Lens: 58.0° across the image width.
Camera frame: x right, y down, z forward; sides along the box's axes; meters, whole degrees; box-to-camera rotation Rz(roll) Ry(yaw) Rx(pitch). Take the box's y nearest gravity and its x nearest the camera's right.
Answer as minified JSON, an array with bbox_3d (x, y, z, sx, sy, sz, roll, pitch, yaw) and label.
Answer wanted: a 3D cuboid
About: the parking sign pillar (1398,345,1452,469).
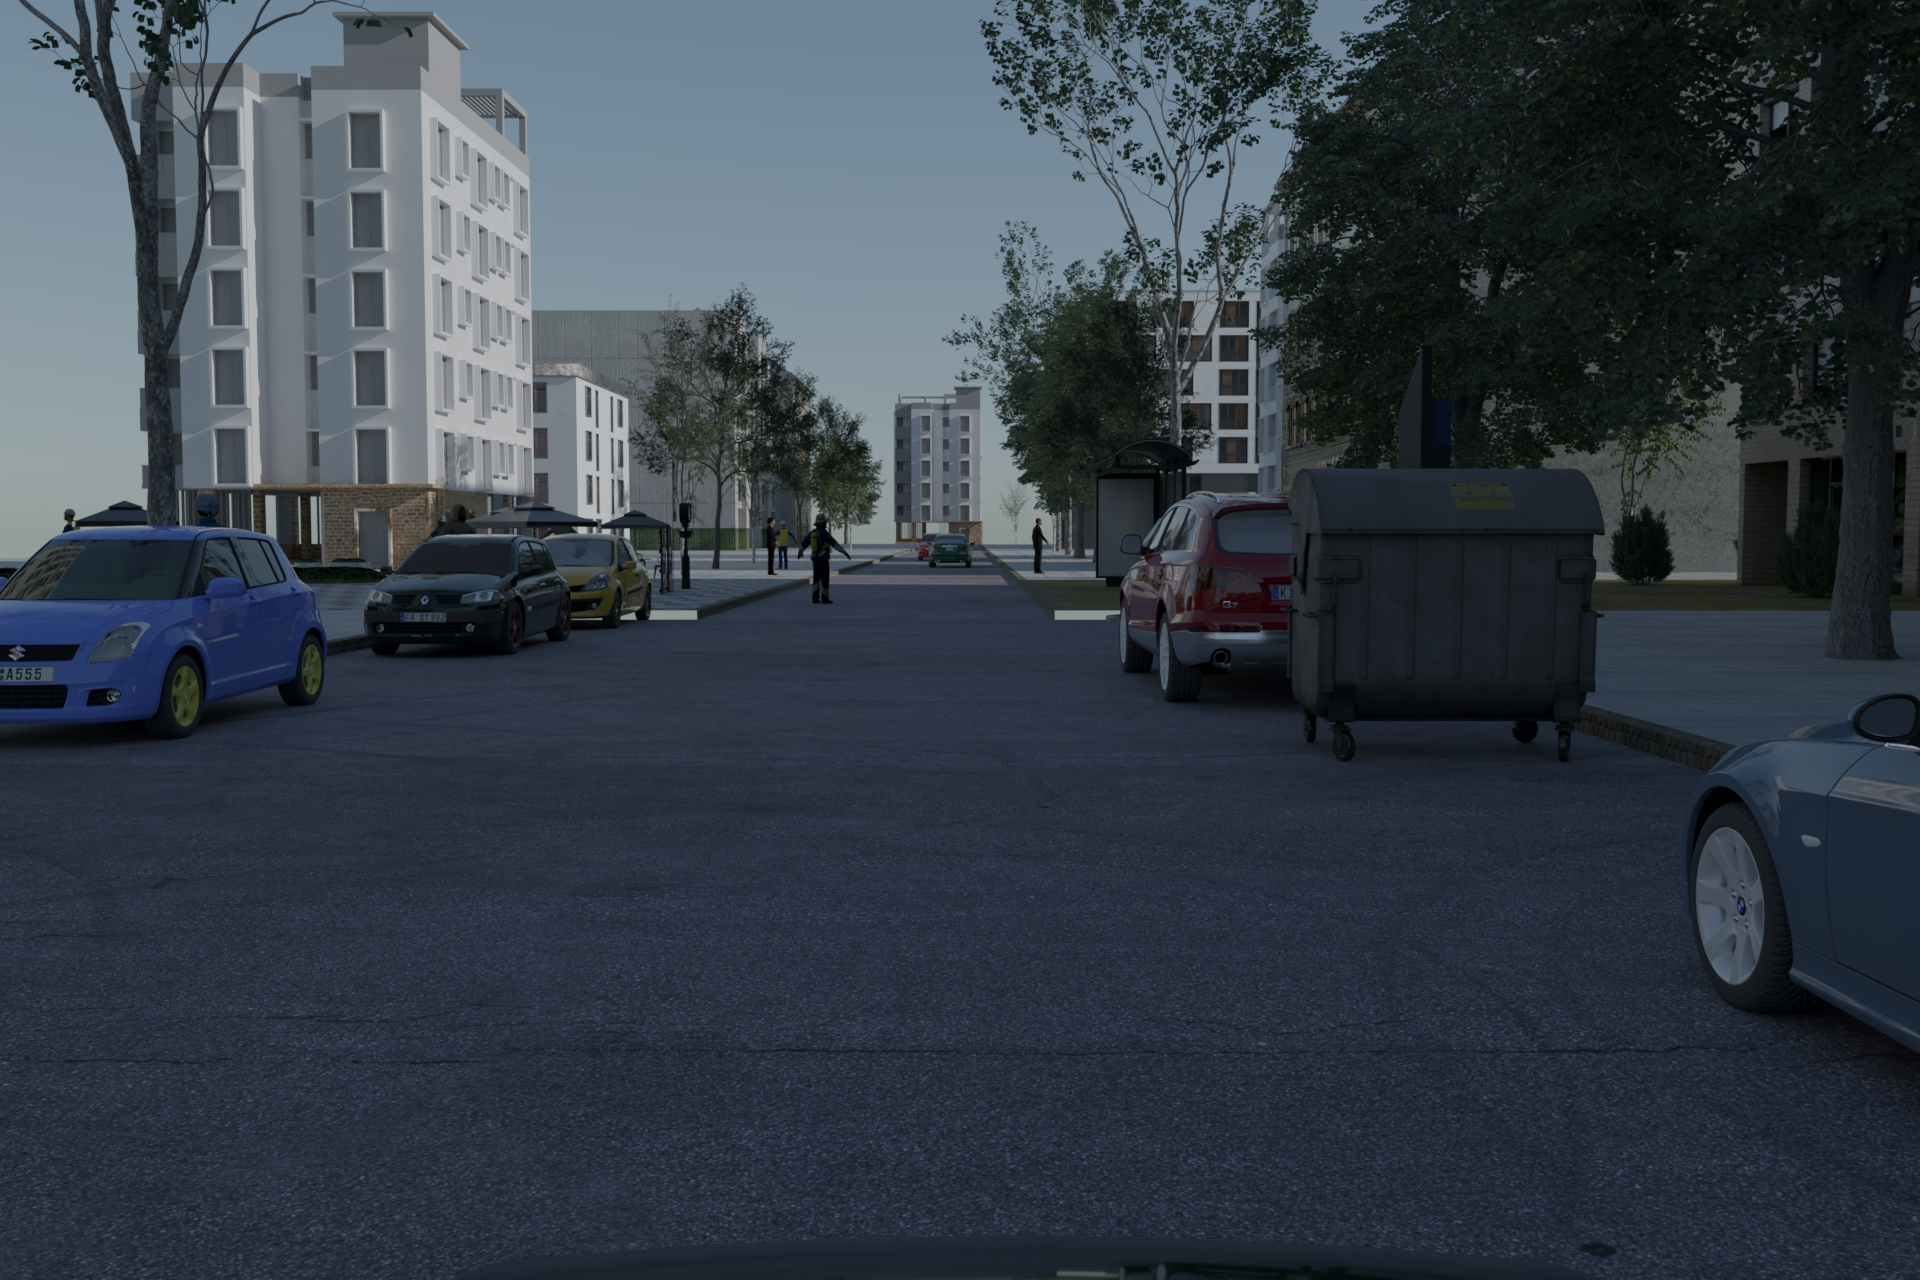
[{"bbox_3d":[6.792,-2.260,25.428,1.447,3.967,1.447,0,4,0],"label":"parking sign pillar"}]

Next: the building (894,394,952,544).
[{"bbox_3d":[-8.084,-22.397,225.070,11.380,20.090,16.016,-1,4,-8],"label":"building"}]

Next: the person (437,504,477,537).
[{"bbox_3d":[-8.849,-1.503,30.702,0.705,1.813,1.348,2,4,35],"label":"person"}]

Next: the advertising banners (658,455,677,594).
[{"bbox_3d":[-6.370,-2.552,37.906,0.090,3.025,2.074,0,4,1],"label":"advertising banners"}]

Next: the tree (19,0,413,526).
[{"bbox_3d":[-12.464,-10.262,23.678,12.611,20.169,13.585,0,3,0],"label":"tree"}]

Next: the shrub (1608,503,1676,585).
[{"bbox_3d":[17.140,-2.412,43.481,1.661,2.075,1.752,0,3,0],"label":"shrub"}]

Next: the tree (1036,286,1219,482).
[{"bbox_3d":[6.316,-8.042,65.906,7.601,10.594,8.767,-2,4,-25],"label":"tree"}]

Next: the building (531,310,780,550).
[{"bbox_3d":[-26.076,-17.512,152.770,16.747,18.905,31.486,0,4,0],"label":"building"}]

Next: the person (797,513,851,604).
[{"bbox_3d":[-2.850,-1.679,35.683,1.354,1.856,0.705,2,4,33],"label":"person"}]

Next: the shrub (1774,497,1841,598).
[{"bbox_3d":[17.179,-1.854,34.728,1.690,2.028,1.600,0,3,0],"label":"shrub"}]

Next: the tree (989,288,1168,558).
[{"bbox_3d":[6.377,-11.322,91.769,9.857,13.997,8.962,0,3,0],"label":"tree"}]

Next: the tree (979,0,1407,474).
[{"bbox_3d":[7.614,-11.844,49.543,12.611,20.169,13.585,0,3,0],"label":"tree"}]

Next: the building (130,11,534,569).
[{"bbox_3d":[-24.117,-12.711,64.253,16.016,20.090,11.380,0,4,1],"label":"building"}]

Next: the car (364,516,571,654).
[{"bbox_3d":[-6.130,-0.738,21.849,2.009,1.686,4.222,0,4,0],"label":"car"}]

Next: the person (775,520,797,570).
[{"bbox_3d":[-6.433,-3.434,62.607,1.216,1.772,0.721,-2,4,-30],"label":"person"}]

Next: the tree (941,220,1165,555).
[{"bbox_3d":[5.290,-15.312,106.232,12.611,20.169,13.585,0,3,0],"label":"tree"}]

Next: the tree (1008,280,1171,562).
[{"bbox_3d":[6.008,-9.799,78.343,7.486,12.596,7.792,0,3,0],"label":"tree"}]

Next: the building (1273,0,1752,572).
[{"bbox_3d":[23.231,-14.396,66.302,19.493,23.208,18.063,0,4,1],"label":"building"}]

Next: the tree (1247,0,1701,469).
[{"bbox_3d":[10.490,-7.920,36.156,9.857,13.997,8.962,0,3,0],"label":"tree"}]

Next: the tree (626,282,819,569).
[{"bbox_3d":[-8.666,-7.900,63.583,7.601,10.594,8.767,-1,4,-12],"label":"tree"}]

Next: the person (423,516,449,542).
[{"bbox_3d":[-16.100,-2.939,53.840,0.705,1.856,1.354,3,5,41],"label":"person"}]

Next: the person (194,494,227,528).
[{"bbox_3d":[-7.175,-0.484,16.494,0.704,1.817,1.347,3,4,38],"label":"person"}]

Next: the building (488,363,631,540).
[{"bbox_3d":[-23.395,-9.614,99.340,9.099,9.664,28.070,0,4,0],"label":"building"}]

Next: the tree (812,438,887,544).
[{"bbox_3d":[-14.381,-19.165,220.005,9.857,13.997,8.962,0,3,0],"label":"tree"}]

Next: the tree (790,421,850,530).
[{"bbox_3d":[-8.419,-9.540,106.334,4.737,8.622,4.395,0,3,0],"label":"tree"}]

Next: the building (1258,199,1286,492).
[{"bbox_3d":[22.257,-14.793,98.288,16.016,20.090,11.380,0,3,0],"label":"building"}]

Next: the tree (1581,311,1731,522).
[{"bbox_3d":[18.905,-5.978,48.095,4.737,8.622,4.395,0,3,0],"label":"tree"}]

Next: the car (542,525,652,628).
[{"bbox_3d":[-6.033,-1.057,27.504,2.015,1.641,3.980,0,4,0],"label":"car"}]

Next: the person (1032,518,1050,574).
[{"bbox_3d":[2.561,-3.050,56.088,0.704,1.802,1.346,-1,4,-18],"label":"person"}]

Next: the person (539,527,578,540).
[{"bbox_3d":[-9.302,-2.095,40.525,1.348,1.796,0.705,-1,4,-16],"label":"person"}]

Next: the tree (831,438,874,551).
[{"bbox_3d":[-8.385,-11.104,131.918,4.737,8.622,4.395,0,3,0],"label":"tree"}]

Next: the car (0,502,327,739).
[{"bbox_3d":[-6.261,-0.223,13.240,1.945,1.707,3.694,0,3,0],"label":"car"}]

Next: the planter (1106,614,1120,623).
[{"bbox_3d":[3.409,-0.442,28.365,1.991,0.319,1.994,0,3,0],"label":"planter"}]

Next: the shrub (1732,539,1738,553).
[{"bbox_3d":[20.945,-2.492,44.790,1.661,2.075,1.752,0,3,0],"label":"shrub"}]

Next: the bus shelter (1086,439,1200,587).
[{"bbox_3d":[4.095,-2.799,39.683,2.014,3.302,5.546,0,3,0],"label":"bus shelter"}]

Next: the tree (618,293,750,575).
[{"bbox_3d":[-8.905,-6.336,53.956,4.360,8.622,3.978,0,3,0],"label":"tree"}]

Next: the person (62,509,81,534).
[{"bbox_3d":[-19.323,-1.934,37.584,0.705,1.833,1.349,0,4,-5],"label":"person"}]

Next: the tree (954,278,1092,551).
[{"bbox_3d":[6.366,-16.659,128.260,12.611,20.169,13.585,0,3,0],"label":"tree"}]

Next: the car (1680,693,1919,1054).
[{"bbox_3d":[3.172,0.506,3.732,2.014,1.417,4.499,0,4,0],"label":"car"}]

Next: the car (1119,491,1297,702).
[{"bbox_3d":[2.716,-0.468,16.332,2.281,1.827,5.304,0,4,-1],"label":"car"}]

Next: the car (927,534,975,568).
[{"bbox_3d":[-0.406,-3.873,75.129,2.131,1.459,4.920,0,4,1],"label":"car"}]

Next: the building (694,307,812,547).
[{"bbox_3d":[-25.372,-21.191,177.399,19.493,23.208,18.063,0,4,0],"label":"building"}]

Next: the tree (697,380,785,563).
[{"bbox_3d":[-8.862,-7.683,75.984,4.360,8.622,3.978,0,3,0],"label":"tree"}]

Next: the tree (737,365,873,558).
[{"bbox_3d":[-8.611,-9.815,94.880,8.767,10.594,7.601,1,4,12],"label":"tree"}]

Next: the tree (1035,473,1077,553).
[{"bbox_3d":[6.308,-10.235,117.704,4.360,8.622,3.978,0,3,0],"label":"tree"}]

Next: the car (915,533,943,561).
[{"bbox_3d":[-1.371,-5.214,94.283,2.155,1.783,4.494,0,4,0],"label":"car"}]

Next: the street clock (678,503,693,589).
[{"bbox_3d":[-6.374,-2.181,40.234,0.358,2.002,0.471,0,4,0],"label":"street clock"}]

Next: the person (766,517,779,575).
[{"bbox_3d":[-5.879,-2.934,54.164,0.705,1.806,1.347,-1,4,-14],"label":"person"}]

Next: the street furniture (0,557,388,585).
[{"bbox_3d":[-19.927,-1.770,44.565,10.072,0.657,5.734,-1,4,-15],"label":"street furniture"}]

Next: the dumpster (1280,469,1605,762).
[{"bbox_3d":[3.115,-0.193,11.370,1.865,1.857,1.264,0,4,0],"label":"dumpster"}]

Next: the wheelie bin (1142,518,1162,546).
[{"bbox_3d":[3.879,-1.551,33.270,0.693,1.594,0.980,0,4,-1],"label":"wheelie bin"}]

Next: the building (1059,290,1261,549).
[{"bbox_3d":[22.907,-19.435,161.739,27.936,21.610,32.646,0,3,0],"label":"building"}]

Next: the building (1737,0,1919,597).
[{"bbox_3d":[29.107,-12.992,18.996,21.656,26.213,47.522,0,4,0],"label":"building"}]

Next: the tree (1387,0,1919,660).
[{"bbox_3d":[9.252,-6.786,17.607,9.857,13.997,8.962,0,3,0],"label":"tree"}]

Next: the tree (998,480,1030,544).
[{"bbox_3d":[7.558,-16.805,225.124,4.360,8.622,3.978,0,3,0],"label":"tree"}]

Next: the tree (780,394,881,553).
[{"bbox_3d":[-8.959,-11.093,115.787,8.767,10.594,7.601,3,5,44],"label":"tree"}]
